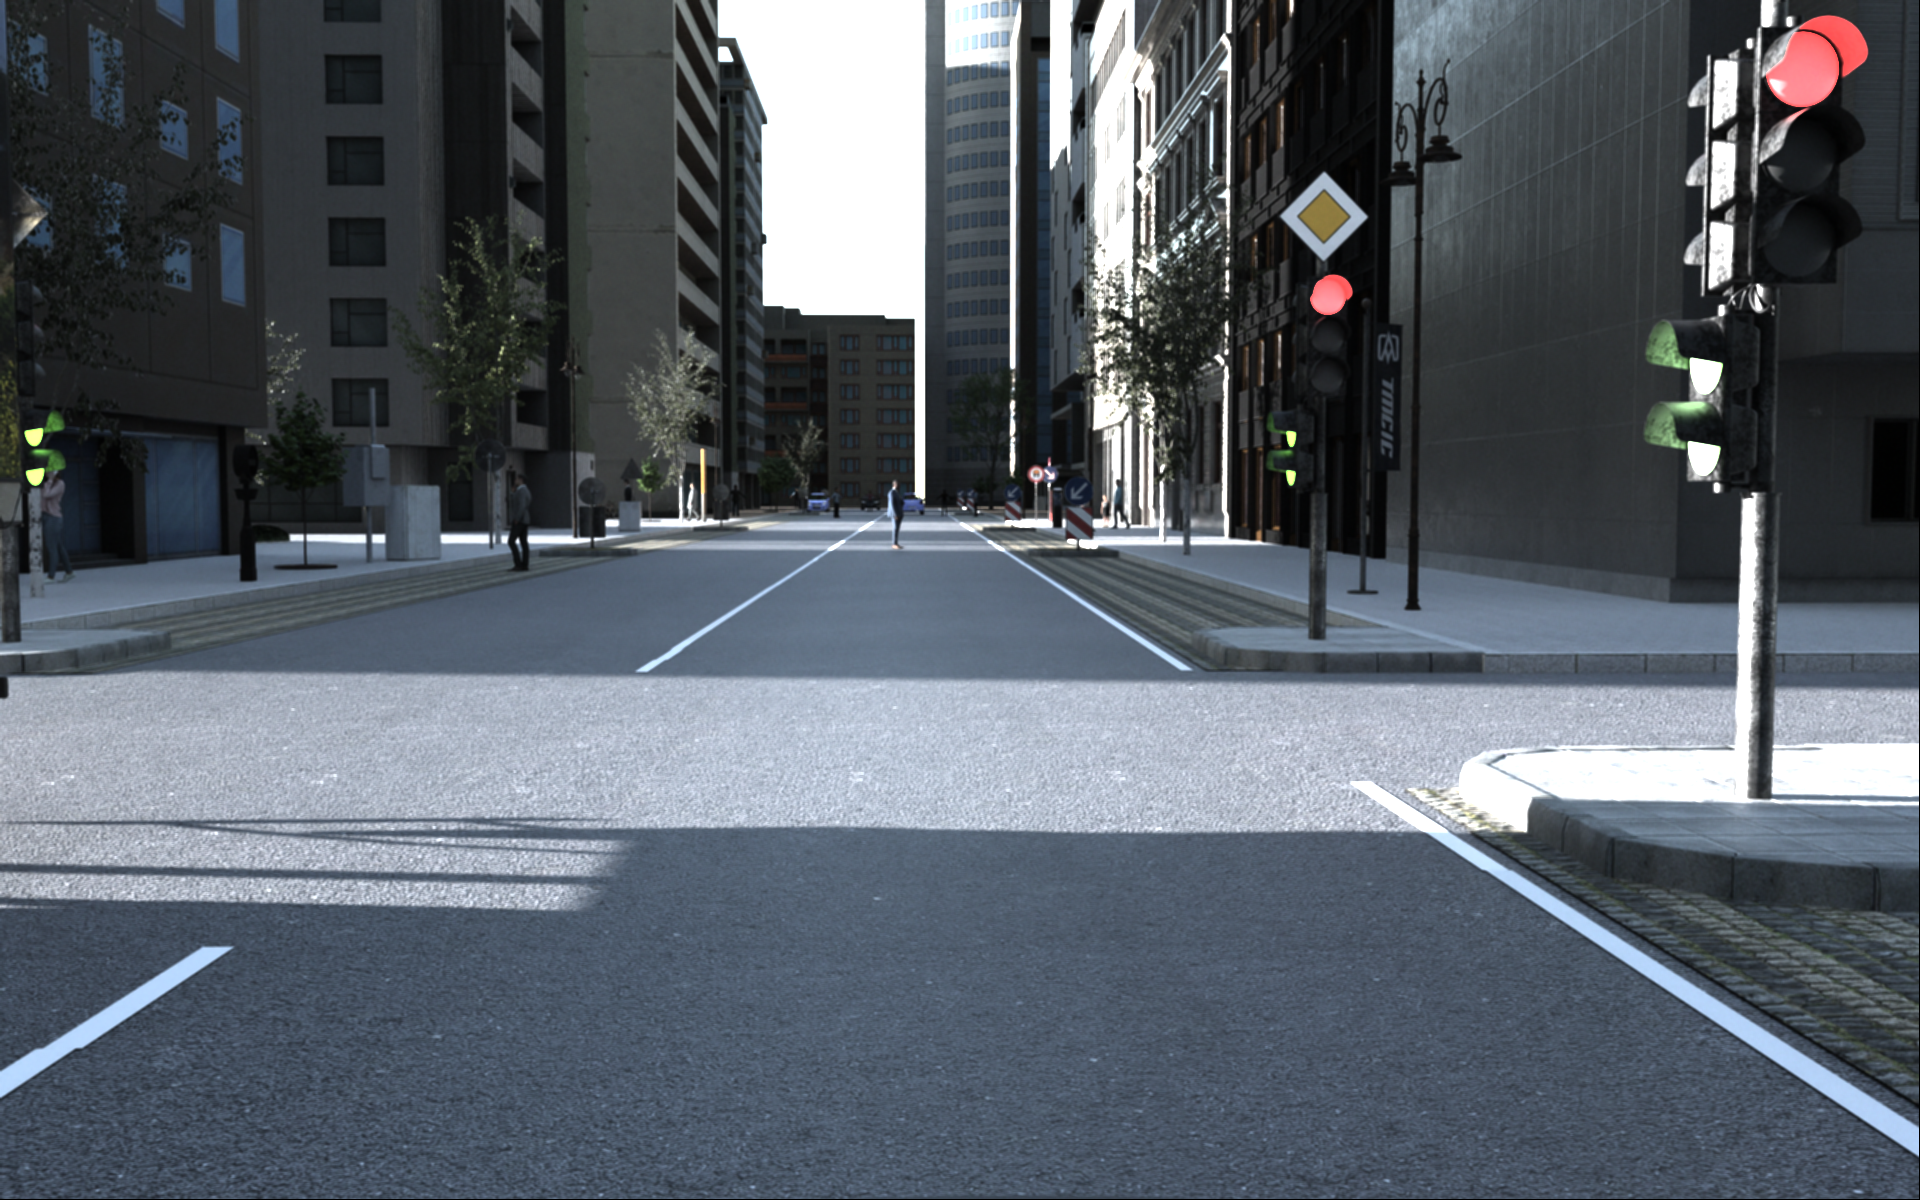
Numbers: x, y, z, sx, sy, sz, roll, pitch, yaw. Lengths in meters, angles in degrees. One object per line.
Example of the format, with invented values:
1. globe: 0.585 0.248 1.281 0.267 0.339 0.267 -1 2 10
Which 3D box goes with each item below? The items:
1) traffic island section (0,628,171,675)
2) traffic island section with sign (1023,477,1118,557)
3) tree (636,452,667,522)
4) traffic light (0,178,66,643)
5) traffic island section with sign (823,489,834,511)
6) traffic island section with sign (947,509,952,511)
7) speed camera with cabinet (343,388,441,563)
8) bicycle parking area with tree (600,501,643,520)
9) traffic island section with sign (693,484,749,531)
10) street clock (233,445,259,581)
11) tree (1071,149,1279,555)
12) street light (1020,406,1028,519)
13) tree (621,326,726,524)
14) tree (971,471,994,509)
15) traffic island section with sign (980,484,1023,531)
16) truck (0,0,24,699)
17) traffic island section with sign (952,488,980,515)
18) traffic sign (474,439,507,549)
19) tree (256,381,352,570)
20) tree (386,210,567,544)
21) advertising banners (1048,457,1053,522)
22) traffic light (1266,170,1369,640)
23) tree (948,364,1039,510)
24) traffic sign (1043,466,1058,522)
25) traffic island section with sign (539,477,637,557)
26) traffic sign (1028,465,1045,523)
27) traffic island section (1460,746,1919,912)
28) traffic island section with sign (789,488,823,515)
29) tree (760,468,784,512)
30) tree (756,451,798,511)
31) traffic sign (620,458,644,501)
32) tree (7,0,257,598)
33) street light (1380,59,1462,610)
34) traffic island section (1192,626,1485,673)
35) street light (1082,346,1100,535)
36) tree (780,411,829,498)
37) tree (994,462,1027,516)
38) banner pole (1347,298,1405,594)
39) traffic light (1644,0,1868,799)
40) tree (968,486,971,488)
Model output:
1. traffic island section: -8.255 0.442 15.046 2.009 0.180 2.903 0 4 -1
2. traffic island section with sign: 2.565 -1.914 39.921 1.989 1.847 2.006 0 4 -1
3. tree: -14.266 -5.249 80.416 1.663 3.219 1.824 0 3 0
4. traffic light: -8.215 -1.590 14.913 0.839 4.253 0.868 0 4 -1
5. traffic island section with sign: -11.181 -8.273 143.895 1.989 1.847 2.006 0 4 -1
6. traffic island section with sign: -0.078 -8.296 144.274 1.989 1.847 2.006 0 4 -1
7. speed camera with cabinet: -10.849 -2.371 33.097 0.660 3.252 2.038 2 4 25
8. bicycle parking area with tree: -19.488 -5.861 82.823 9.016 4.147 8.231 1 4 22
9. traffic island section with sign: -9.236 -3.578 67.125 1.989 1.847 2.006 0 4 -1
10. street clock: -10.495 -1.279 25.489 0.358 2.002 0.471 0 4 -5
11. tree: 4.558 -5.263 36.417 4.360 8.622 3.978 0 3 0
12. street light: 3.309 -7.144 89.587 0.468 5.910 1.993 0 4 -1
13. tree: -12.341 -7.630 75.105 4.360 8.622 3.978 0 3 0
14. tree: 2.387 -9.331 147.158 1.663 3.219 1.824 0 3 0
15. traffic island section with sign: 1.886 -3.562 66.867 1.989 1.847 2.006 0 4 -1
16. truck: -5.182 -0.812 2.183 2.839 4.237 11.283 0 4 -3
17. traffic island section with sign: 0.613 -6.648 117.327 1.989 1.847 2.006 0 4 -1
18. traffic sign: -10.953 -2.464 40.396 0.768 2.556 0.104 0 4 4
19. tree: -11.391 -2.148 29.719 1.663 3.219 1.824 0 3 0
20. tree: -12.137 -5.756 44.475 4.737 8.622 4.395 0 3 0
21. advertising banners: 4.267 -5.164 80.622 0.090 3.025 2.074 0 4 -5
22. traffic light: 3.142 -1.608 15.215 0.839 4.253 0.868 0 4 -1
23. tree: 2.620 -12.951 137.506 9.928 11.665 9.643 0 3 0
24. traffic sign: 4.061 -4.799 78.565 0.768 2.556 0.104 0 4 2
25. traffic island section with sign: -8.567 -1.930 40.178 1.989 1.847 2.006 0 4 -1
26. traffic sign: 3.397 -4.705 77.028 0.768 2.556 0.104 0 4 5
27. traffic island section: 3.384 0.913 7.347 2.009 0.180 2.903 0 4 -1
28. traffic island section with sign: -10.502 -6.625 116.948 1.989 1.847 2.006 0 4 -1
29. tree: -13.798 -8.000 125.404 1.663 3.219 1.824 0 3 0
30. tree: -13.942 -9.038 131.482 4.285 4.588 4.351 0 3 0
31. traffic sign: -11.703 -3.782 61.838 0.884 2.594 0.081 0 4 8
32. tree: -11.213 -4.332 21.196 4.360 8.622 3.978 0 3 0
33. street light: 5.020 -2.828 19.030 0.468 5.910 1.993 0 4 -1
34. traffic island section: 3.183 0.425 15.330 2.009 0.180 2.903 0 4 -1
35. street light: 4.130 -4.987 54.332 0.468 5.910 1.993 0 4 -1
36. tree: -13.788 -12.292 151.333 4.360 8.622 3.978 0 3 0
37. tree: 3.274 -6.561 101.875 1.663 3.219 1.824 0 3 0
38. banner pole: 5.402 -1.979 22.379 0.863 3.779 0.401 -2 4 -30
39. traffic light: 3.344 -1.120 7.232 0.839 4.253 0.868 0 4 -1
40. tree: 1.794 -9.689 153.021 1.663 3.219 1.824 0 3 0
